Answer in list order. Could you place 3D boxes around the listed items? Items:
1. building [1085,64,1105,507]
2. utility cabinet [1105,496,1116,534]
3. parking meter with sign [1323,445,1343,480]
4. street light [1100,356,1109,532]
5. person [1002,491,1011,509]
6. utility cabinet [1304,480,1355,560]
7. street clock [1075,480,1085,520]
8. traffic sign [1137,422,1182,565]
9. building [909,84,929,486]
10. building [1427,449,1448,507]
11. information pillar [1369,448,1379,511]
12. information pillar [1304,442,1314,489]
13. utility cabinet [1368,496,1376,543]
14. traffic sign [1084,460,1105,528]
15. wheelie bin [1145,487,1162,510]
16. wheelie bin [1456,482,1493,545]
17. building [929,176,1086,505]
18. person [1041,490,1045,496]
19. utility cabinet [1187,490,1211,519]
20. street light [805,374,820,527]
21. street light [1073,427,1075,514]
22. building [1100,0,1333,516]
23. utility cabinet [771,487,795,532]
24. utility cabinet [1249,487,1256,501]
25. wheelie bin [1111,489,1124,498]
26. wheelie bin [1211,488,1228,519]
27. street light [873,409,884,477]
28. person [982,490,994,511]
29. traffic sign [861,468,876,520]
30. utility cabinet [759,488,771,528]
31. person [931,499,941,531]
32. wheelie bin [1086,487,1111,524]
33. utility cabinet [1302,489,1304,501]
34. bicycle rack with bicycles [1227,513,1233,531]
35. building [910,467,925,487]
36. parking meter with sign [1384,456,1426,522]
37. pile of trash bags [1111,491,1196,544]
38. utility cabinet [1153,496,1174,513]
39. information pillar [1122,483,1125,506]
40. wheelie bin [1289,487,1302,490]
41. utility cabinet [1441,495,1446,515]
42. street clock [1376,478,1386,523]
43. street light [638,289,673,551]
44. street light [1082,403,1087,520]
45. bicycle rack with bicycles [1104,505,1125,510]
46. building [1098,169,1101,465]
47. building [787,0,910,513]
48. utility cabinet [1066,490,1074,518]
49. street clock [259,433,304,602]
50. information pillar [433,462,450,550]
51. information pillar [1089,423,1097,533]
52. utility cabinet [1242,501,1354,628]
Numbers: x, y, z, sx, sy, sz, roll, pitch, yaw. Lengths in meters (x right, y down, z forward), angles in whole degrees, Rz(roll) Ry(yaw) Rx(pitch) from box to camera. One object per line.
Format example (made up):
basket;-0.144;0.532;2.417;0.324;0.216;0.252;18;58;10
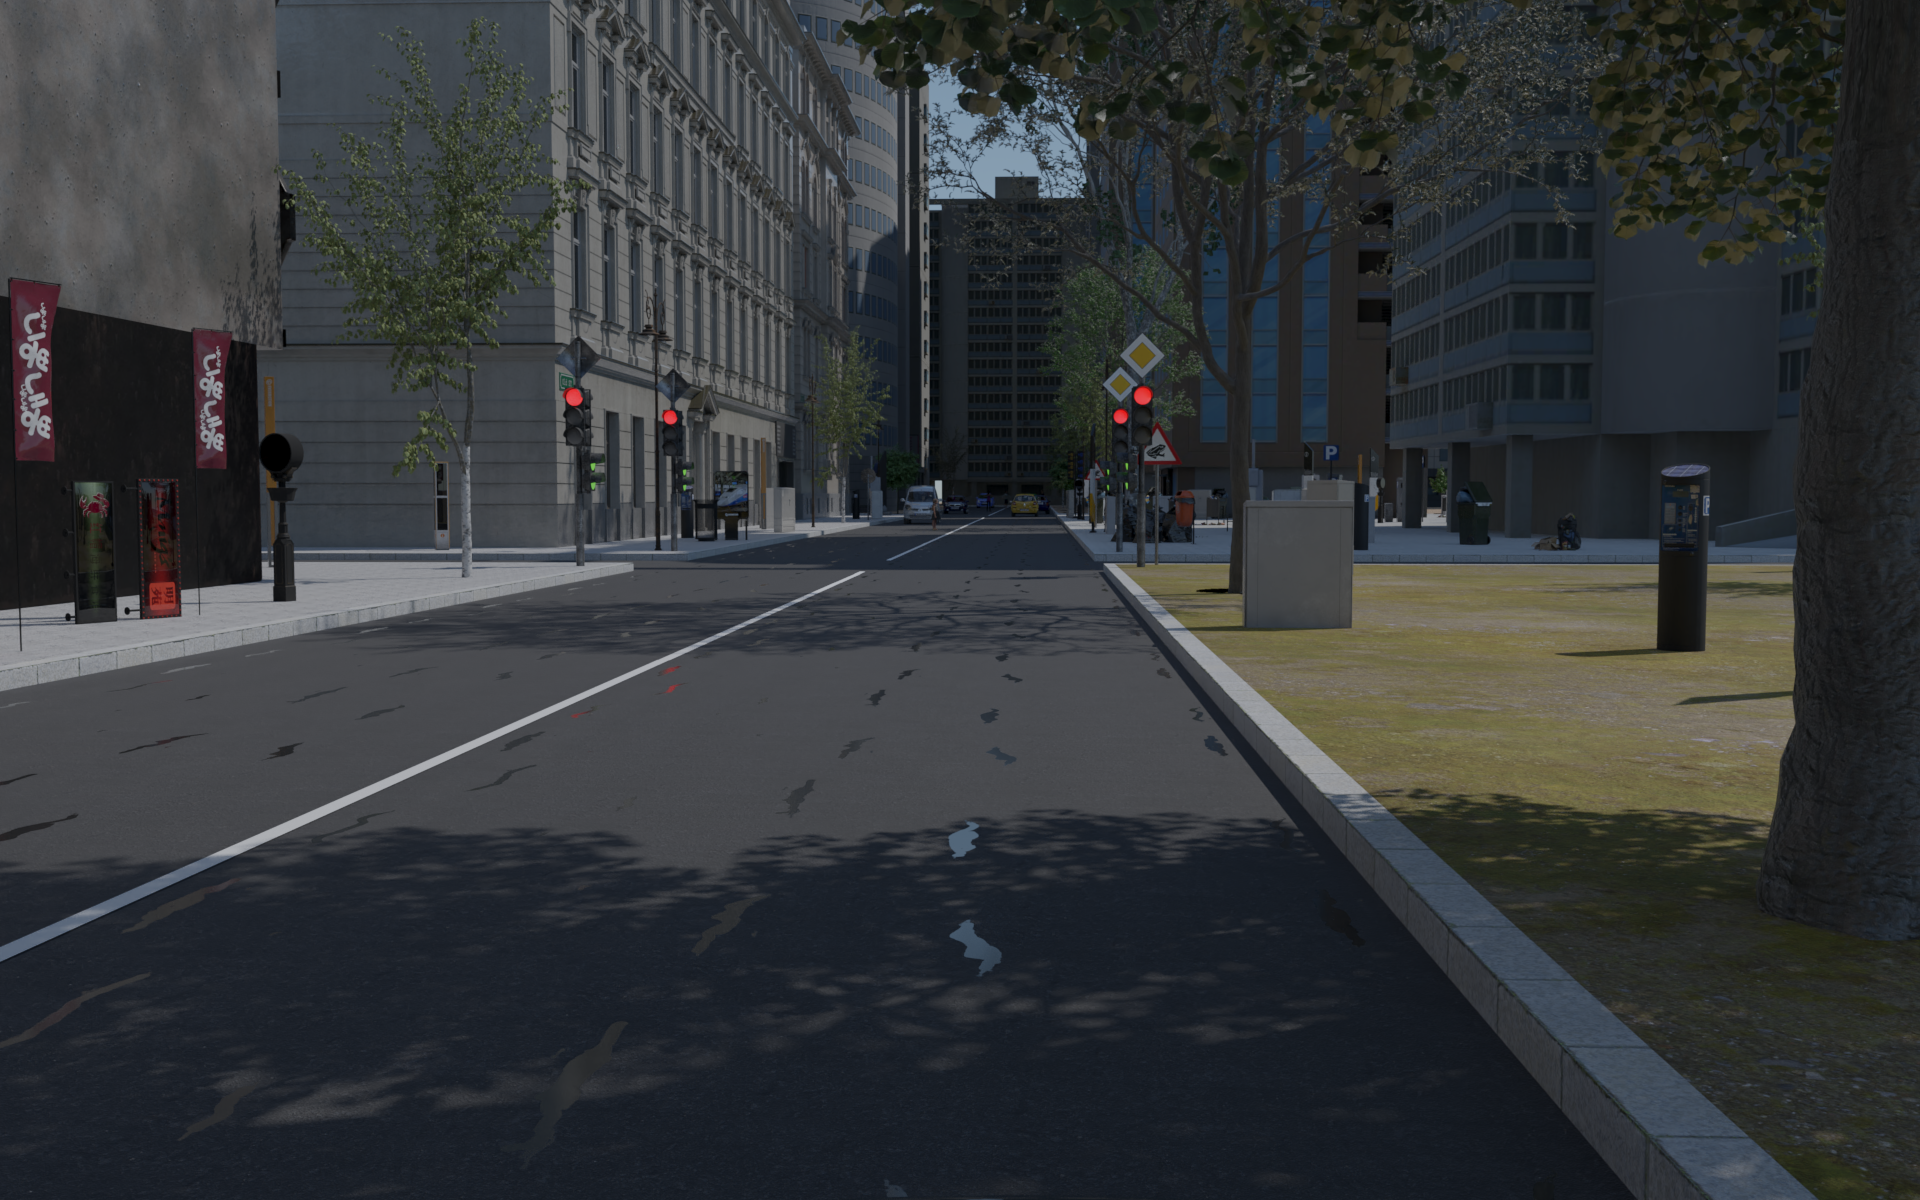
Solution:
building;22.934;-38.457;170.768;21.231;58.520;28.212;0;4;3
utility cabinet;4.835;-2.717;55.582;0.306;1.237;1.020;0;4;2
parking meter with sign;13.530;-4.046;62.409;0.543;3.016;1.738;2;4;23
street light;4.926;-5.228;58.263;0.468;5.910;1.993;0;4;3
person;4.619;-9.920;171.480;1.217;1.735;0.721;-3;4;-38
utility cabinet;5.912;-1.160;27.637;0.318;1.500;1.173;-1;4;-12
street clock;5.997;-5.026;86.745;0.471;2.002;0.358;3;4;39
traffic sign;3.556;-1.913;31.274;0.884;2.594;0.081;0;4;5
building;-14.297;-33.850;177.157;21.600;48.544;21.300;0;4;3
building;51.403;-46.962;206.088;20.611;71.187;20.563;0;4;3
information pillar;20.900;-5.880;87.497;0.504;3.616;0.183;-1;4;-18
information pillar;15.619;-5.280;77.678;0.183;3.616;0.504;-3;5;-40
utility cabinet;10.563;-2.091;45.344;0.306;1.237;1.020;2;4;32
traffic sign;5.157;-4.015;65.647;0.884;2.594;0.081;1;4;10
wheelie bin;8.358;-4.101;74.964;0.693;1.594;0.980;2;4;24
wheelie bin;12.968;-2.195;43.798;0.980;1.594;0.693;-2;4;-31
building;6.952;-31.967;214.534;23.993;40.220;32.217;0;4;3
person;7.315;-8.931;154.529;0.705;1.822;1.348;-2;4;-27
utility cabinet;12.095;-4.825;87.570;1.173;1.500;0.318;2;4;27
street light;-5.660;-5.739;66.623;0.468;5.910;1.993;0;4;3
street light;7.445;-8.543;112.473;0.468;5.910;1.993;0;4;3
building;16.924;-28.723;119.728;14.600;45.320;14.200;0;4;3
utility cabinet;-5.862;-3.013;57.948;0.318;1.500;1.173;1;4;16
utility cabinet;9.039;-2.764;53.872;0.318;1.500;1.173;0;4;7
wheelie bin;6.978;-4.295;78.124;0.980;1.594;0.693;-3;5;-41
wheelie bin;13.370;-4.967;89.118;0.980;1.594;0.693;-2;4;-24
street light;-4.418;-7.413;93.997;0.468;5.910;1.993;0;4;3
person;2.387;-8.182;142.958;1.217;1.739;0.721;1;4;14
traffic sign;-4.501;-5.183;84.845;0.768;2.556;0.104;1;4;12
utility cabinet;-6.908;-3.406;64.375;1.173;1.500;0.318;-3;5;-43
person;-0.935;-3.341;67.800;0.373;1.253;0.362;2;4;27
wheelie bin;5.926;-4.107;75.054;0.980;1.594;0.693;1;4;9
utility cabinet;14.237;-3.699;69.164;1.173;1.500;0.318;3;4;36
bicycle rack with bicycles;10.616;-2.806;59.259;2.925;0.926;2.852;-3;4;-38
building;-13.624;-43.636;151.697;20.563;71.187;20.611;0;4;3
parking meter with sign;20.332;-5.073;79.211;1.738;3.016;0.543;0;4;5
pile of trash bags;5.343;-2.191;45.582;1.912;1.369;3.447;-1;4;-17
utility cabinet;6.573;-2.646;54.422;1.020;1.237;0.306;1;4;9
information pillar;9.105;-5.703;97.731;0.304;2.012;0.304;2;4;31
wheelie bin;14.650;-4.158;75.884;0.980;1.594;0.693;-2;4;-31
utility cabinet;29.849;-5.811;106.165;0.306;1.237;1.020;3;5;39
street clock;18.527;-4.385;76.269;0.358;2.002;0.471;3;5;42
street light;-6.859;-4.061;39.186;0.468;5.910;1.993;0;4;3
street light;6.091;-6.884;85.339;0.468;5.910;1.993;0;4;3
bicycle rack with bicycles;9.254;-4.882;93.204;2.852;0.926;2.925;-1;4;-14
building;22.822;-31.936;141.754;23.786;49.044;30.456;0;4;3
building;-15.247;-35.809;127.472;21.231;58.520;28.212;0;4;3
utility cabinet;5.890;-5.145;92.796;0.318;1.500;1.173;0;4;-3
street clock;-8.077;-0.984;20.657;0.471;2.002;0.358;1;4;18
information pillar;-11.858;-2.146;39.582;0.304;2.012;0.304;-2;4;-25
information pillar;4.394;-4.034;57.316;0.183;3.616;0.504;1;4;15
utility cabinet;3.250;-0.338;16.691;1.020;1.237;0.306;0;4;5
